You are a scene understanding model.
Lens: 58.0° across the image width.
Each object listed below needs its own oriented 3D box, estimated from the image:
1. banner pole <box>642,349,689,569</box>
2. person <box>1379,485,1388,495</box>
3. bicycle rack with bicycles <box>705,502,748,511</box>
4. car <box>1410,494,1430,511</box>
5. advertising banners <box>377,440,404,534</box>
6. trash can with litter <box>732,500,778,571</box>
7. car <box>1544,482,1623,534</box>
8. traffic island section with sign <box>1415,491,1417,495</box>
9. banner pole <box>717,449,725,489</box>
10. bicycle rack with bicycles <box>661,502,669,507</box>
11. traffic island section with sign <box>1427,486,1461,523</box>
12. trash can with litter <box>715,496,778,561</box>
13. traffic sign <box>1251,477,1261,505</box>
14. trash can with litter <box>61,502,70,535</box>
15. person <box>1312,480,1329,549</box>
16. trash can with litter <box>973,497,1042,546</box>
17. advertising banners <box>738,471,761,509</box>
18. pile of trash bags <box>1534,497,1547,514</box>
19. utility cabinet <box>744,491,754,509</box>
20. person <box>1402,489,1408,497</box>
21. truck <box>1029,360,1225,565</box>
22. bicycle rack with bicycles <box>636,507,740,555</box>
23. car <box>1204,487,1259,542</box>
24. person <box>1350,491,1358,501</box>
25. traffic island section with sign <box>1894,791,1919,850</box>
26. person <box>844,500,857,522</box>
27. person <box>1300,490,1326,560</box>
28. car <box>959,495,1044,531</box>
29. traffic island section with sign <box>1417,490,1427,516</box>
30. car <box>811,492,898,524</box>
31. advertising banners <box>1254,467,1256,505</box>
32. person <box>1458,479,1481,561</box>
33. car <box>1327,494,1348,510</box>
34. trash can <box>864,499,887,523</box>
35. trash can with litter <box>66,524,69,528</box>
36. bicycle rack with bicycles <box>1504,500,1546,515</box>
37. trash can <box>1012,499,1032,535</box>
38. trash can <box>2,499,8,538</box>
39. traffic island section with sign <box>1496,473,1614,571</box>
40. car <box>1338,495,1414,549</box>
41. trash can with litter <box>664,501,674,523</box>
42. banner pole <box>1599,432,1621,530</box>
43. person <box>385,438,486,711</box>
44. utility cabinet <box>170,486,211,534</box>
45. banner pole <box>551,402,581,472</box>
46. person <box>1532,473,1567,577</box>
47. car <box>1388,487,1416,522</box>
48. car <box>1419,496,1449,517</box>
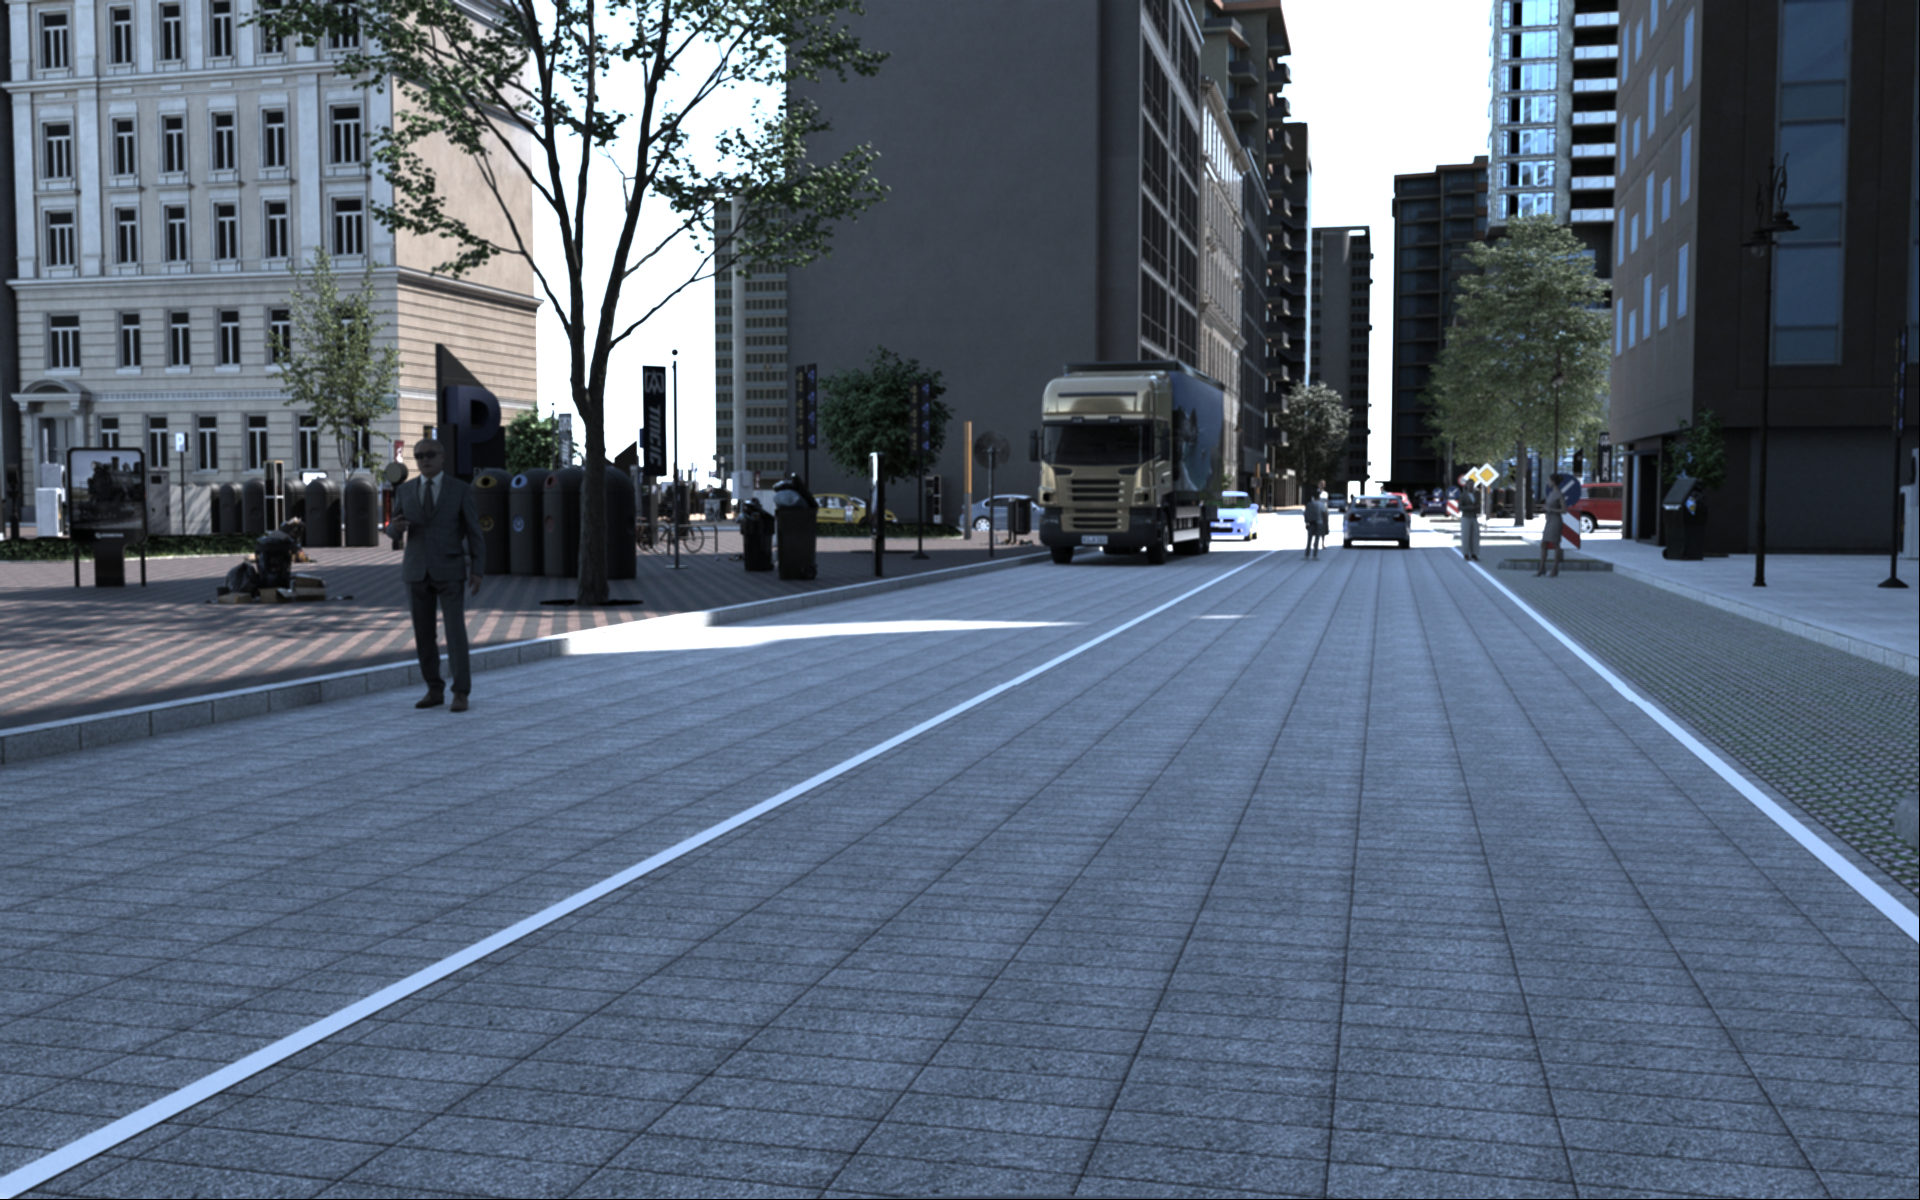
[{"bbox_3d":[-5.090,-2.431,29.757,0.863,3.779,0.401,-3,4,-37],"label":"banner pole"},{"bbox_3d":[19.117,-4.248,77.976,0.620,1.820,0.660,-2,4,-28],"label":"person"},{"bbox_3d":[-10.513,-4.010,78.937,2.852,0.926,2.925,1,4,11],"label":"bicycle rack with bicycles"},{"bbox_3d":[39.957,-8.563,149.798,2.009,1.686,4.222,1,4,14],"label":"car"},{"bbox_3d":[-18.475,-3.644,55.774,0.090,3.025,2.074,1,4,16],"label":"advertising banners"},{"bbox_3d":[-3.183,-1.082,29.073,1.055,1.170,0.624,-2,4,-27],"label":"trash can with litter"},{"bbox_3d":[22.244,-2.994,57.621,5.304,1.827,2.281,1,4,16],"label":"car"},{"bbox_3d":[43.074,-9.359,161.640,1.989,1.847,2.006,1,4,14],"label":"traffic island section with sign"},{"bbox_3d":[-13.254,-6.481,95.977,0.401,3.779,0.863,2,4,25],"label":"banner pole"},{"bbox_3d":[-14.345,-4.190,81.895,2.925,0.926,2.852,0,4,-1],"label":"bicycle rack with bicycles"},{"bbox_3d":[24.701,-4.809,87.262,1.989,1.847,2.006,1,4,14],"label":"traffic island section with sign"},{"bbox_3d":[-3.941,-1.380,33.626,1.678,1.210,2.233,-1,4,-17],"label":"trash can with litter"},{"bbox_3d":[17.903,-6.282,104.847,0.606,2.300,0.079,2,4,23],"label":"traffic sign"},{"bbox_3d":[-28.066,-2.619,54.202,0.624,1.170,1.055,2,4,27],"label":"trash can with litter"},{"bbox_3d":[9.463,-2.255,45.588,0.478,1.798,0.641,0,4,-4],"label":"person"},{"bbox_3d":[1.324,-2.013,43.963,1.678,1.210,2.233,-1,4,-12],"label":"trash can with litter"},{"bbox_3d":[-15.996,-8.274,131.468,2.074,3.025,0.090,-3,4,-36],"label":"advertising banners"},{"bbox_3d":[37.019,-6.278,112.397,1.912,1.369,3.447,0,4,-5],"label":"pile of trash bags"},{"bbox_3d":[-16.670,-7.848,136.993,1.173,1.500,0.318,1,4,23],"label":"utility cabinet"},{"bbox_3d":[33.113,-7.399,129.390,0.656,1.842,0.836,0,4,-7],"label":"person"},{"bbox_3d":[3.990,-3.050,38.779,2.839,4.237,11.283,1,4,16],"label":"truck"},{"bbox_3d":[-6.739,-1.485,37.655,2.852,0.926,2.925,2,4,28],"label":"bicycle rack with bicycles"},{"bbox_3d":[8.260,-2.685,53.496,1.945,1.707,3.694,1,4,14],"label":"car"},{"bbox_3d":[43.799,-11.237,192.757,0.750,1.759,0.617,-1,4,-10],"label":"person"},{"bbox_3d":[4.789,0.125,6.578,1.989,1.847,2.006,1,4,14],"label":"traffic island section with sign"},{"bbox_3d":[-3.966,-2.989,62.389,0.505,1.210,0.382,-1,4,-9],"label":"person"},{"bbox_3d":[7.662,-1.620,37.581,0.503,1.515,0.523,-1,4,-13],"label":"person"},{"bbox_3d":[2.241,-3.049,61.861,4.499,1.417,2.014,1,4,14],"label":"car"},{"bbox_3d":[31.164,-6.410,113.434,1.989,1.847,2.006,1,4,14],"label":"traffic island section with sign"},{"bbox_3d":[-4.302,-3.316,64.444,3.980,1.641,2.015,1,4,15],"label":"car"},{"bbox_3d":[17.285,-6.444,101.551,0.090,3.025,2.074,1,4,11],"label":"advertising banners"},{"bbox_3d":[10.855,-1.699,36.831,0.519,1.759,0.362,-1,4,-21],"label":"person"},{"bbox_3d":[32.109,-8.320,148.040,2.014,1.417,4.499,1,4,12],"label":"car"},{"bbox_3d":[-2.607,-2.545,53.257,0.748,1.137,0.748,0,3,0],"label":"trash can"},{"bbox_3d":[-33.285,-3.357,65.947,2.233,1.210,1.678,-2,4,-24],"label":"trash can with litter"},{"bbox_3d":[34.030,-5.519,103.612,2.925,0.926,2.852,-1,4,-11],"label":"bicycle rack with bicycles"},{"bbox_3d":[1.942,-2.639,54.803,0.748,1.137,0.748,0,3,0],"label":"trash can"},{"bbox_3d":[-27.121,-2.258,48.578,0.748,1.137,0.748,0,3,0],"label":"trash can"},{"bbox_3d":[11.307,-1.492,33.024,1.989,1.847,2.006,1,4,14],"label":"traffic island section with sign"},{"bbox_3d":[11.242,-2.129,46.813,2.014,1.417,4.499,1,4,13],"label":"car"},{"bbox_3d":[-12.663,-3.993,76.670,1.055,1.170,0.624,2,4,31],"label":"trash can with litter"},{"bbox_3d":[23.126,-4.381,61.642,0.863,3.779,0.401,0,4,-3],"label":"banner pole"},{"bbox_3d":[-3.507,-0.174,11.516,0.661,1.801,0.590,0,4,-2],"label":"person"},{"bbox_3d":[-22.503,-2.559,50.516,0.318,1.500,1.173,3,5,43],"label":"utility cabinet"},{"bbox_3d":[-10.803,-3.479,46.896,0.863,3.779,0.401,2,4,24],"label":"banner pole"},{"bbox_3d":[10.099,-1.272,29.634,0.374,1.781,0.599,-1,4,-10],"label":"person"},{"bbox_3d":[21.633,-4.737,86.486,2.155,1.783,4.494,1,4,16],"label":"car"},{"bbox_3d":[29.450,-5.797,107.361,1.945,1.354,3.894,1,4,15],"label":"car"}]
